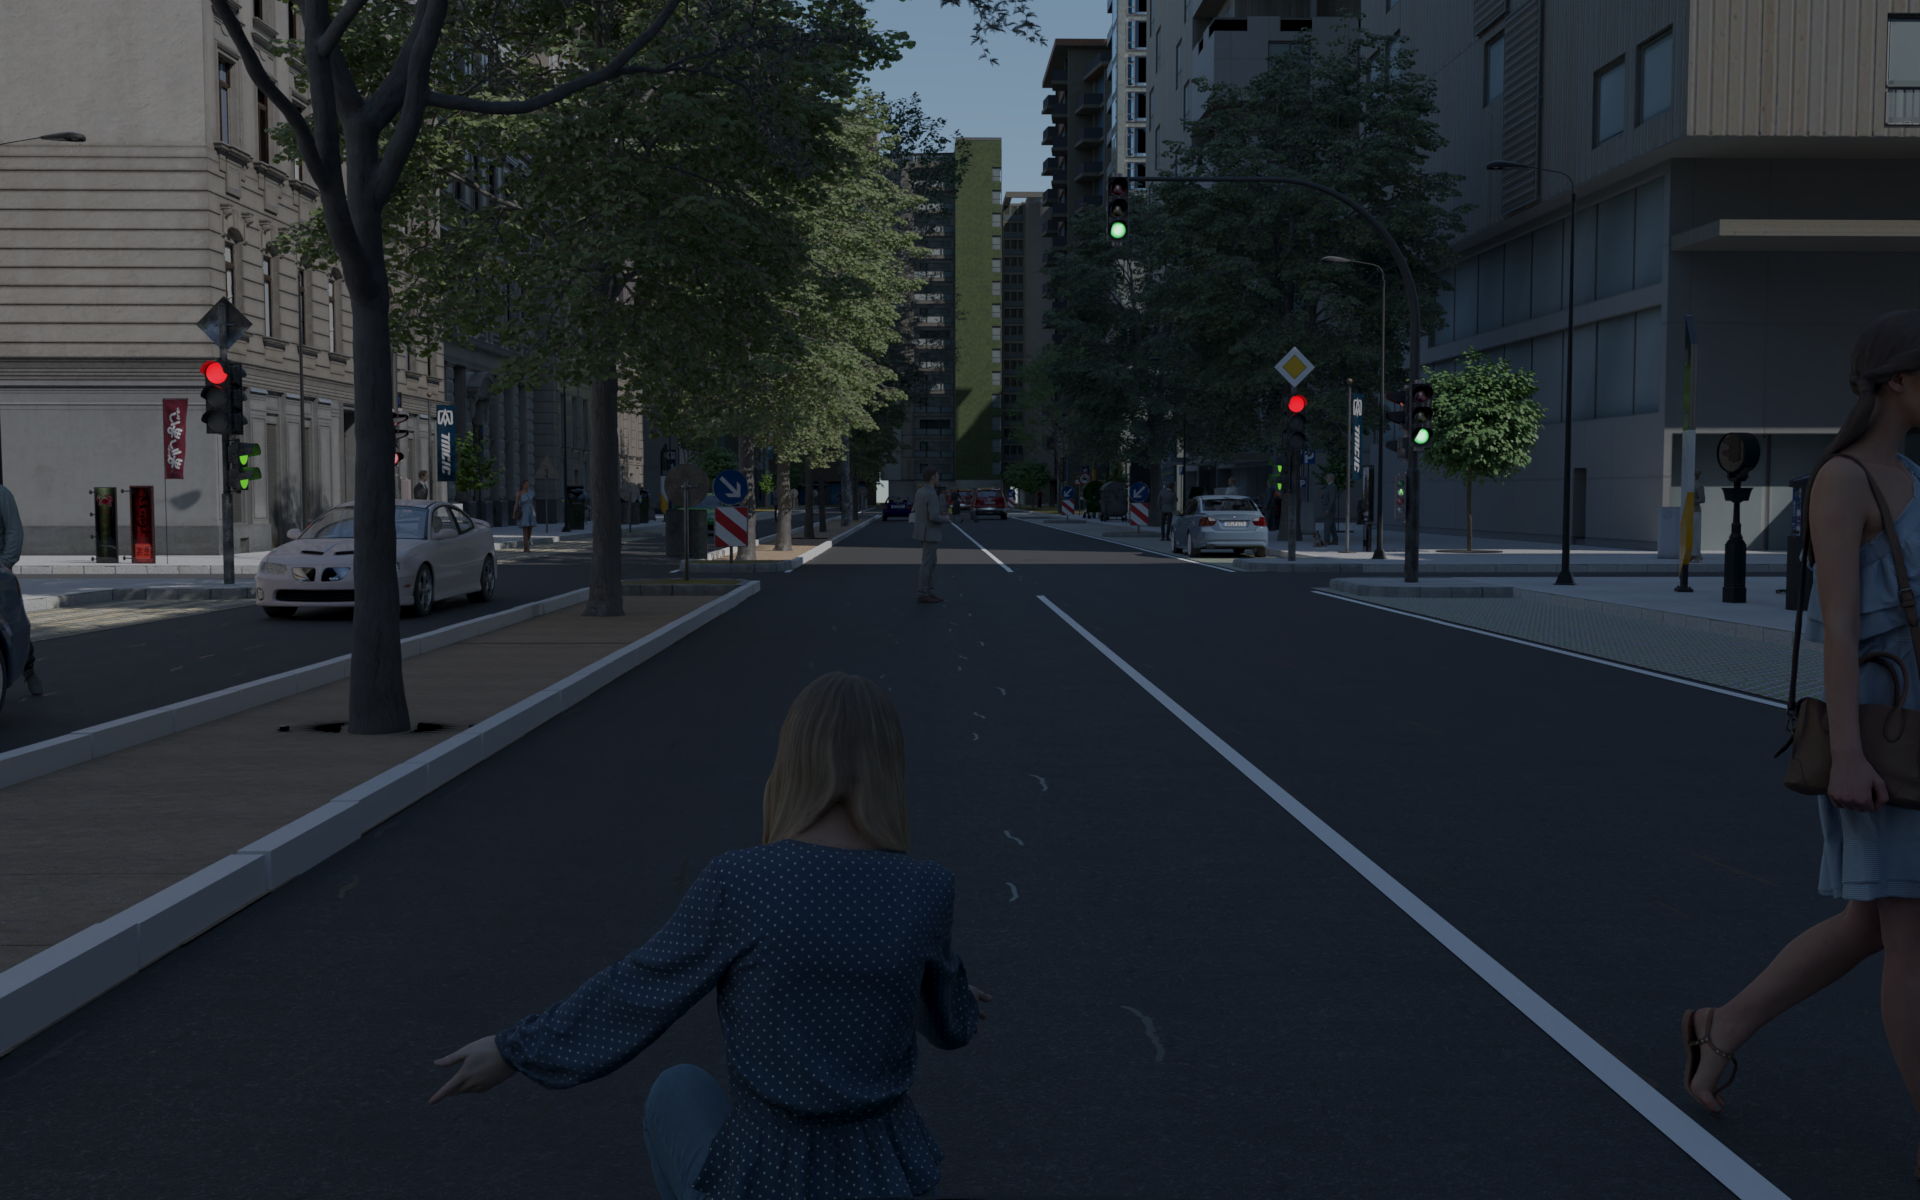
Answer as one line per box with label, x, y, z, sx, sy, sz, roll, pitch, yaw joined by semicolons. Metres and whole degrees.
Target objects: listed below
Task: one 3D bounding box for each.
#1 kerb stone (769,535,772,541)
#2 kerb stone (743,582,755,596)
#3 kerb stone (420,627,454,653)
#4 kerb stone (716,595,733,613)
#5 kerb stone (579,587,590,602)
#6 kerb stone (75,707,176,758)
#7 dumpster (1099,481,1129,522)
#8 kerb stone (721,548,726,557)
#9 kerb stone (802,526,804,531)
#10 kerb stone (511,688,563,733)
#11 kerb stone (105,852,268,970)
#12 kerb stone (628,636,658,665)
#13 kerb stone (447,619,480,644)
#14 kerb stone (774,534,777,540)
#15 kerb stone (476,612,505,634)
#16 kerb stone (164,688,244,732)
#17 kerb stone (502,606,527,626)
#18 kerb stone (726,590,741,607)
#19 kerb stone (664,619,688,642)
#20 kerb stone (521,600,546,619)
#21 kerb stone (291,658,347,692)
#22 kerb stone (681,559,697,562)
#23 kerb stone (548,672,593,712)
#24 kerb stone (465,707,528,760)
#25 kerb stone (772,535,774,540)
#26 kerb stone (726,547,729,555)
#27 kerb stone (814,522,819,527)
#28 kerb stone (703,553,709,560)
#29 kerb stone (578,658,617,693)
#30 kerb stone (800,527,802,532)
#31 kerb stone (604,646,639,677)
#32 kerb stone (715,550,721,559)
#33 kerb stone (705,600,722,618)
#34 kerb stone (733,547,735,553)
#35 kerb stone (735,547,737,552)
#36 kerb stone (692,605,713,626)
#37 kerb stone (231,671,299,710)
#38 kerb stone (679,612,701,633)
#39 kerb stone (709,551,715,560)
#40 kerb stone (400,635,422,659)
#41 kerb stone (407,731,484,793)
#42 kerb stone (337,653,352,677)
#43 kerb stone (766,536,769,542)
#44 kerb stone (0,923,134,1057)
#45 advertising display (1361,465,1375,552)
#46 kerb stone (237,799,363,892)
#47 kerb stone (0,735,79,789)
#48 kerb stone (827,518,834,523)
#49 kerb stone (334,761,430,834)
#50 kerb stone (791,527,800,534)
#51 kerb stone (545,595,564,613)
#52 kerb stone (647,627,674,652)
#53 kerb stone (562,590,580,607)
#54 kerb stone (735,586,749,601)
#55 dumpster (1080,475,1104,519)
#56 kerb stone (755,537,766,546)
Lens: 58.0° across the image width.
kerb stone;-5.762;-1.781;51.348;0.120;0.150;1.000;0;4;-1
kerb stone;-3.000;-0.112;24.145;0.120;0.150;1.000;0;4;-1
kerb stone;-4.881;0.383;15.958;0.120;0.150;1.000;0;4;-1
kerb stone;-2.911;0.069;21.065;0.120;0.150;1.000;0;4;-1
kerb stone;-5.058;-0.056;23.117;0.120;0.150;1.000;0;4;-1
kerb stone;-4.733;0.758;9.808;0.120;0.150;1.000;0;4;-1
dumpster;7.156;-4.552;80.190;1.264;1.857;1.865;0;4;-1
kerb stone;-5.457;-1.031;39.046;0.120;0.150;1.000;0;4;-1
kerb stone;-6.119;-2.661;65.707;0.120;0.150;1.000;0;4;-1
kerb stone;-2.662;0.698;10.820;0.120;0.150;1.000;0;4;-1
kerb stone;-2.536;1.016;5.704;0.120;0.150;1.000;0;4;-1
kerb stone;-2.760;0.446;14.911;0.120;0.150;1.000;0;4;-1
kerb stone;-4.914;0.319;16.979;0.120;0.150;1.000;0;4;-1
kerb stone;-5.818;-1.908;53.392;0.120;0.150;1.000;0;4;-1
kerb stone;-4.935;0.256;18.004;0.120;0.150;1.000;0;4;-1
kerb stone;-4.753;0.695;10.830;0.120;0.150;1.000;0;4;-1
kerb stone;-4.959;0.198;19.026;0.120;0.150;1.000;0;4;-1
kerb stone;-2.932;0.007;22.095;0.120;0.150;1.000;0;4;-1
kerb stone;-2.815;0.320;16.964;0.120;0.150;1.000;0;4;-1
kerb stone;-4.994;0.131;20.048;0.120;0.150;1.000;0;4;-1
kerb stone;-4.809;0.570;12.887;0.120;0.150;1.000;0;4;-1
kerb stone;-5.329;-0.717;33.918;0.120;0.150;1.000;0;4;-1
kerb stone;-2.682;0.633;11.843;0.120;0.150;1.000;0;4;-1
kerb stone;-2.633;0.758;9.798;0.120;0.150;1.000;0;4;-1
kerb stone;-5.788;-1.844;52.370;0.120;0.150;1.000;0;4;-1
kerb stone;-5.479;-1.092;40.082;0.120;0.150;1.000;0;4;-1
kerb stone;-6.418;-3.408;78.010;0.120;0.150;1.000;0;4;-1
kerb stone;-5.385;-0.842;35.966;0.120;0.150;1.000;0;4;-1
kerb stone;-2.713;0.571;12.868;0.120;0.150;1.000;0;4;-1
kerb stone;-6.081;-2.599;64.685;0.120;0.150;1.000;0;4;-1
kerb stone;-2.740;0.508;13.889;0.120;0.150;1.000;0;4;-1
kerb stone;-5.429;-0.967;38.017;0.120;0.150;1.000;0;4;-1
kerb stone;-2.894;0.132;20.030;0.120;0.150;1.000;0;4;-1
kerb stone;-5.506;-1.156;41.104;0.120;0.150;1.000;0;4;-1
kerb stone;-5.532;-1.218;42.126;0.120;0.150;1.000;0;4;-1
kerb stone;-2.864;0.195;19.008;0.120;0.150;1.000;0;4;-1
kerb stone;-4.785;0.632;11.860;0.120;0.150;1.000;0;4;-1
kerb stone;-2.840;0.260;17.986;0.120;0.150;1.000;0;4;-1
kerb stone;-5.407;-0.901;36.993;0.120;0.150;1.000;0;4;-1
kerb stone;-4.863;0.444;14.936;0.120;0.150;1.000;0;4;-1
kerb stone;-2.611;0.821;8.776;0.120;0.150;1.000;0;4;-1
kerb stone;-4.838;0.507;13.910;0.120;0.150;1.000;0;4;-1
kerb stone;-5.739;-1.720;50.324;0.120;0.150;1.000;0;4;-1
kerb stone;-2.507;1.071;4.682;0.120;0.150;1.000;0;4;-1
advertising display;9.128;-2.053;38.784;0.123;1.923;0.974;0;4;4
kerb stone;-2.549;0.946;6.725;0.120;0.150;1.000;0;4;-1
kerb stone;-4.704;0.825;8.784;0.120;0.150;1.000;0;4;-1
kerb stone;-6.697;-4.103;89.282;0.120;0.150;1.000;0;4;-1
kerb stone;-2.588;0.883;7.754;0.120;0.150;1.000;0;4;-1
kerb stone;-6.064;-2.536;63.654;0.120;0.150;1.000;0;4;-1
kerb stone;-5.008;0.073;21.070;0.120;0.150;1.000;0;4;-1
kerb stone;-2.785;0.382;15.943;0.120;0.150;1.000;0;4;-1
kerb stone;-5.034;0.009;22.091;0.120;0.150;1.000;0;4;-1
kerb stone;-2.964;-0.056;23.116;0.120;0.150;1.000;0;4;-1
dumpster;7.058;-5.363;90.170;1.502;2.255;1.985;0;4;-1
kerb stone;-5.710;-1.648;49.303;0.120;0.150;1.000;0;4;-1
